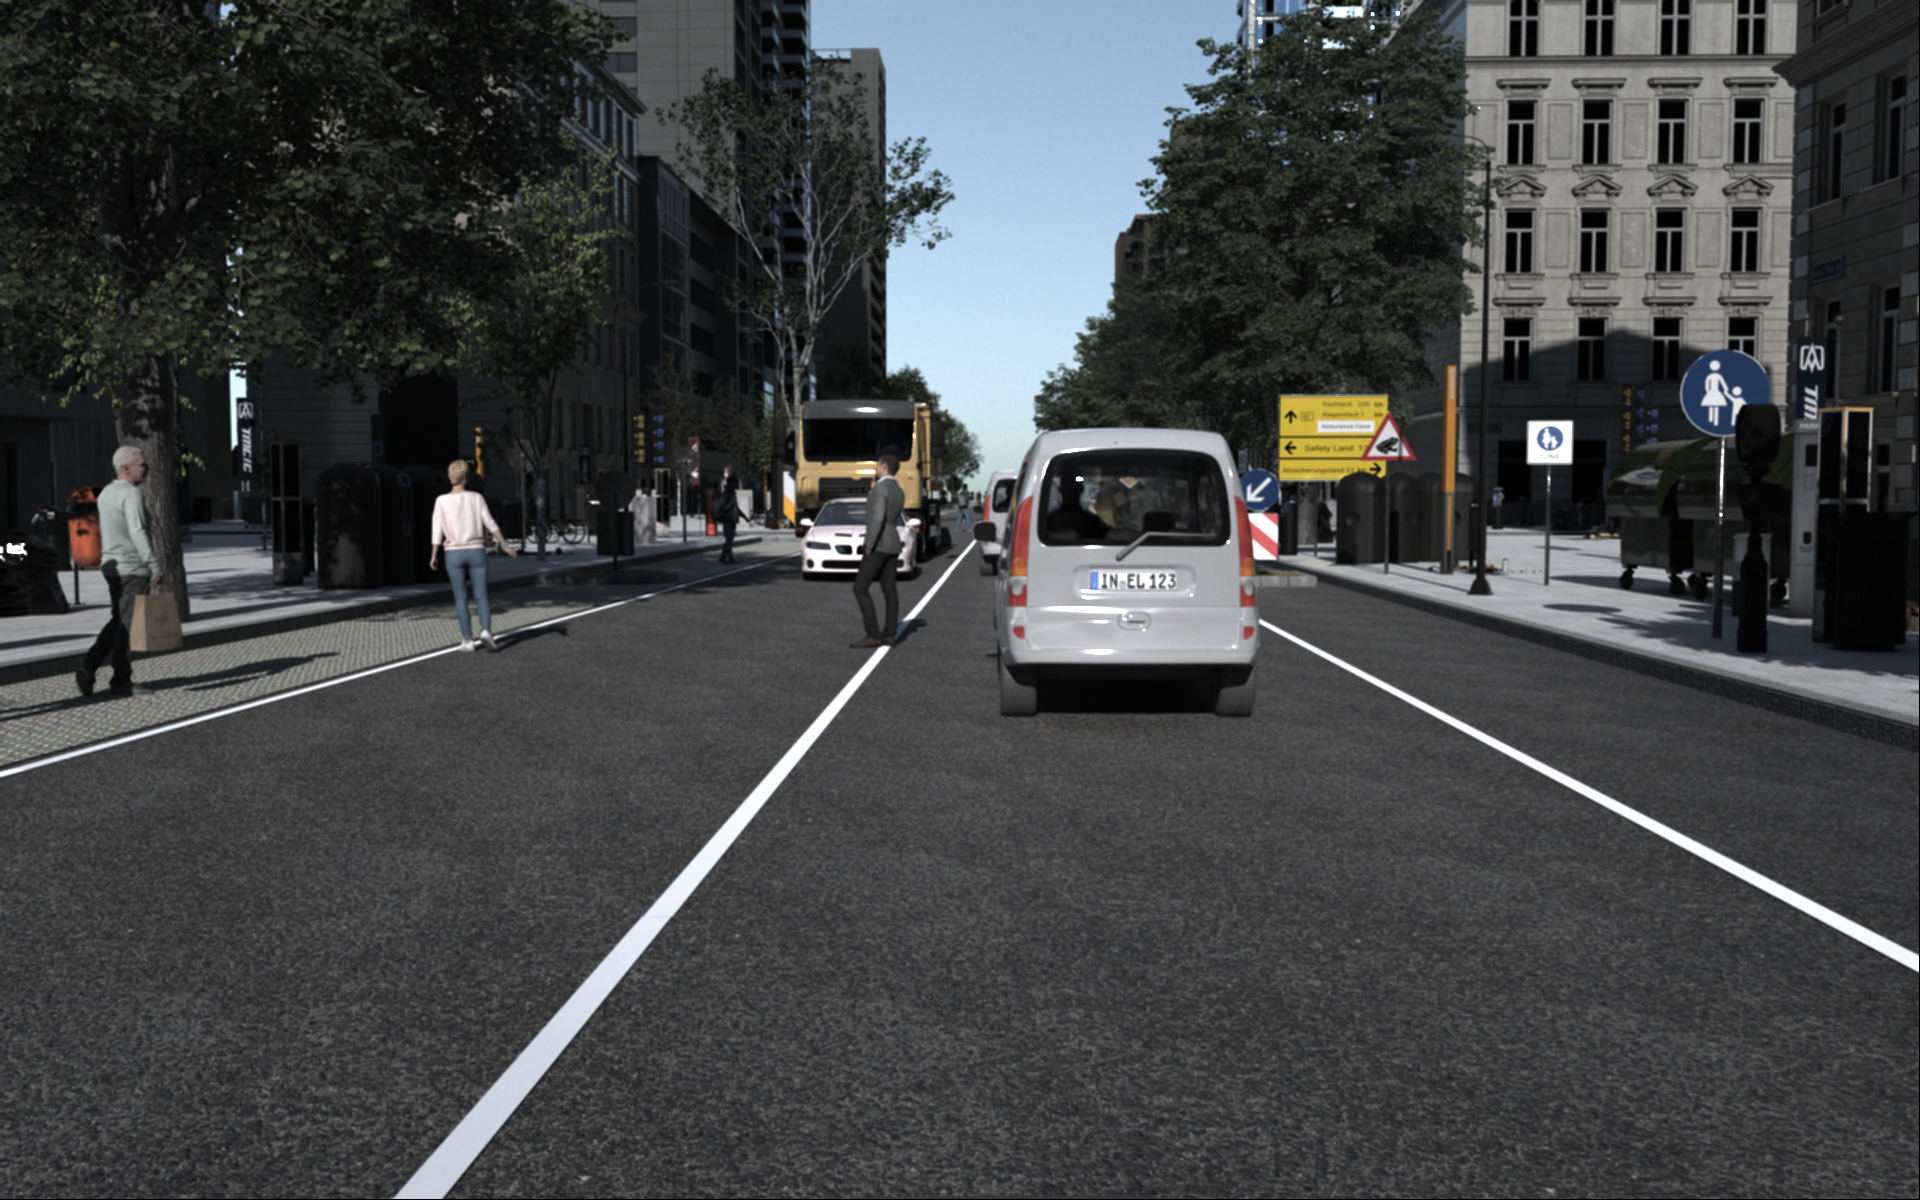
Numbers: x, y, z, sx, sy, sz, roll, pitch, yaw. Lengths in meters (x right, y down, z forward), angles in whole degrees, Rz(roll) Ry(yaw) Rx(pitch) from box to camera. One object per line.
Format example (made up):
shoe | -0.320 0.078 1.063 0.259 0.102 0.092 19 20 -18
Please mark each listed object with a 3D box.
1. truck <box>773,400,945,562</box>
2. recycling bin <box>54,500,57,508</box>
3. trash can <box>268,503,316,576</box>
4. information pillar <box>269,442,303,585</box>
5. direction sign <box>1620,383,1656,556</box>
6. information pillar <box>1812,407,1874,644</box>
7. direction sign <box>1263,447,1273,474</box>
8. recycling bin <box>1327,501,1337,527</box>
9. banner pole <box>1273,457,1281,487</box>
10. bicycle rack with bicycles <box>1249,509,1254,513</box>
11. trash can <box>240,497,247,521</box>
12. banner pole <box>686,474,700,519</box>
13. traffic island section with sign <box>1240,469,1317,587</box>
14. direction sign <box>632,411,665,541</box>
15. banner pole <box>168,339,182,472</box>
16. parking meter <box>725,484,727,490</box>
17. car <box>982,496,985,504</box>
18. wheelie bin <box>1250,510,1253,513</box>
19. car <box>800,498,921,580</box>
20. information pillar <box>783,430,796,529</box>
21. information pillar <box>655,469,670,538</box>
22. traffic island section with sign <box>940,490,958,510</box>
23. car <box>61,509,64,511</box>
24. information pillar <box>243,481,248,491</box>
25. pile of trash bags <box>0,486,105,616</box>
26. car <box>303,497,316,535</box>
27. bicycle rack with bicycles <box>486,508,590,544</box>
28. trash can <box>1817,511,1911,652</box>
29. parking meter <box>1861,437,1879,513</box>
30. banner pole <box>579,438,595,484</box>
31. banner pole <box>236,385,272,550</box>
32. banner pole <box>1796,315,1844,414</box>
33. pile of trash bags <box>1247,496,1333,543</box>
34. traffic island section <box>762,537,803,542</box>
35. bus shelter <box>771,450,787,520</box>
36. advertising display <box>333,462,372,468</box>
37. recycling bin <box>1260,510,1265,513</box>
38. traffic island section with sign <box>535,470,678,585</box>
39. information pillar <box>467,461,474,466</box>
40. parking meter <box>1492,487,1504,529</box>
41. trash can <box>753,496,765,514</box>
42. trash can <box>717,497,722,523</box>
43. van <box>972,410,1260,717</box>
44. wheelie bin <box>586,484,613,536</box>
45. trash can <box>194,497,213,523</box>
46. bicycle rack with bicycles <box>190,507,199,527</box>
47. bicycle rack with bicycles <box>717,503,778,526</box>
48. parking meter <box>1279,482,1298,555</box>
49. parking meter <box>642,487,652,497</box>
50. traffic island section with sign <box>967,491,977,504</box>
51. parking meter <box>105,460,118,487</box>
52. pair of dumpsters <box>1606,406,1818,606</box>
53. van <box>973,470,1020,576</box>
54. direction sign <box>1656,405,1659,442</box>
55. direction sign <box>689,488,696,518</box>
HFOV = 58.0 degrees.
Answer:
truck | -1.890 -2.604 38.503 3.469 3.379 9.791 0 4 2
recycling bin | -61.120 -6.336 116.151 0.722 1.027 0.722 -1 4 -11
trash can | -10.458 -0.951 27.194 0.748 1.137 0.748 0 3 0
information pillar | -9.499 -1.220 24.435 0.304 2.012 0.304 3 4 39
direction sign | 13.827 -2.671 35.661 0.876 3.537 0.379 -3 5 -40
information pillar | 7.563 -0.634 14.852 0.304 2.012 0.304 -1 4 -18
direction sign | 14.982 -5.647 84.320 0.379 3.537 0.876 3 5 40
recycling bin | 14.752 -3.351 67.346 0.722 1.027 0.722 -2 4 -26
banner pole | 18.949 -6.952 103.677 0.863 3.779 0.401 0 4 4
bicycle rack with bicycles | 17.007 -4.753 91.097 2.852 0.926 2.925 -2 4 -32
trash can | -33.421 -4.264 81.376 0.748 1.137 0.748 0 3 0
banner pole | -13.489 -5.985 87.865 0.863 3.779 0.401 0 4 -6
traffic island section with sign | 4.567 -1.170 27.757 1.989 1.847 2.006 0 4 2
direction sign | -8.494 -3.384 47.326 0.876 3.537 0.379 0 4 3
banner pole | -10.957 -2.083 24.075 0.401 3.779 0.863 0 4 -6
parking meter | -13.113 -5.661 98.270 0.255 1.863 0.399 -3 5 -40
car | 4.124 -14.015 241.510 2.083 1.381 4.827 0 4 1
wheelie bin | 17.680 -5.996 105.939 0.693 1.594 0.980 0 4 -7
car | -1.707 -1.095 30.267 2.083 1.381 4.827 0 4 0
information pillar | -6.234 -4.410 63.464 0.504 3.616 0.183 2 4 26
information pillar | -8.695 -2.824 50.663 0.304 2.012 0.304 3 5 40
traffic island section with sign | -1.458 -9.296 160.624 1.989 1.847 2.006 0 4 2
car | -27.824 -2.937 57.056 4.494 1.783 2.155 0 4 3
information pillar | -49.292 -7.836 119.473 0.183 3.616 0.504 0 4 6
pile of trash bags | -10.422 -0.541 18.591 1.912 1.369 3.447 1 4 18
car | -19.736 -2.885 57.397 3.980 1.641 2.015 0 4 3
bicycle rack with bicycles | -10.917 -1.948 45.240 2.925 0.926 2.852 2 4 27
trash can | 7.470 -0.161 14.284 0.748 1.137 0.748 0 3 0
parking meter | 7.866 -0.588 15.329 0.399 1.863 0.255 0 4 -8
banner pole | -16.549 -5.333 77.209 0.863 3.779 0.401 -1 4 -12
banner pole | -16.113 -3.027 39.508 0.863 3.779 0.401 1 4 11
banner pole | 12.081 -2.099 24.334 0.863 3.779 0.401 -1 4 -9
pile of trash bags | 9.601 -2.212 45.923 3.447 1.369 1.912 2 4 26
traffic island section | -4.863 -1.865 52.777 2.009 0.180 2.903 0 4 2
bus shelter | -8.351 -5.929 88.215 1.731 3.624 6.357 0 4 2
advertising display | -12.211 -1.832 35.162 0.974 1.923 0.123 0 4 1
recycling bin | 14.270 -4.145 80.325 0.722 1.027 0.722 2 4 26
traffic island section with sign | -5.650 -1.188 28.047 1.989 1.847 2.006 0 4 2
information pillar | -10.848 -2.059 38.164 0.304 2.012 0.304 -1 4 -13
parking meter | 19.534 -3.332 62.888 0.372 1.533 0.369 0 3 0
trash can | -12.683 -5.964 109.159 0.748 1.137 0.748 0 3 0
trash can | -10.405 -3.946 76.166 0.748 1.137 0.748 0 3 0
van | 1.091 -0.337 12.527 2.013 2.044 4.112 0 4 1
wheelie bin | -11.051 -2.779 53.341 0.980 1.594 0.693 1 4 14
trash can | -33.721 -4.010 77.223 0.748 1.137 0.748 0 3 0
bicycle rack with bicycles | -31.761 -3.351 68.172 2.925 0.926 2.852 3 5 40
bicycle rack with bicycles | -8.807 -3.487 70.395 2.925 0.926 2.852 -2 4 -29
parking meter | 6.900 -1.708 36.341 0.372 1.533 0.369 0 3 0
parking meter | -11.759 -3.467 65.097 0.372 1.533 0.369 0 3 0
traffic island section with sign | 2.009 -15.999 270.216 1.989 1.847 2.006 0 4 2
parking meter | -12.631 -1.248 26.113 0.399 1.863 0.255 0 4 -3
pair of dumpsters | 9.469 -1.151 21.311 1.574 2.255 4.437 0 4 2
van | 1.218 -1.507 31.648 2.013 2.044 4.112 0 4 2
direction sign | 17.394 -3.199 44.307 0.876 3.537 0.379 0 4 4
direction sign | -14.619 -6.268 94.471 0.876 3.537 0.379 2 4 29
